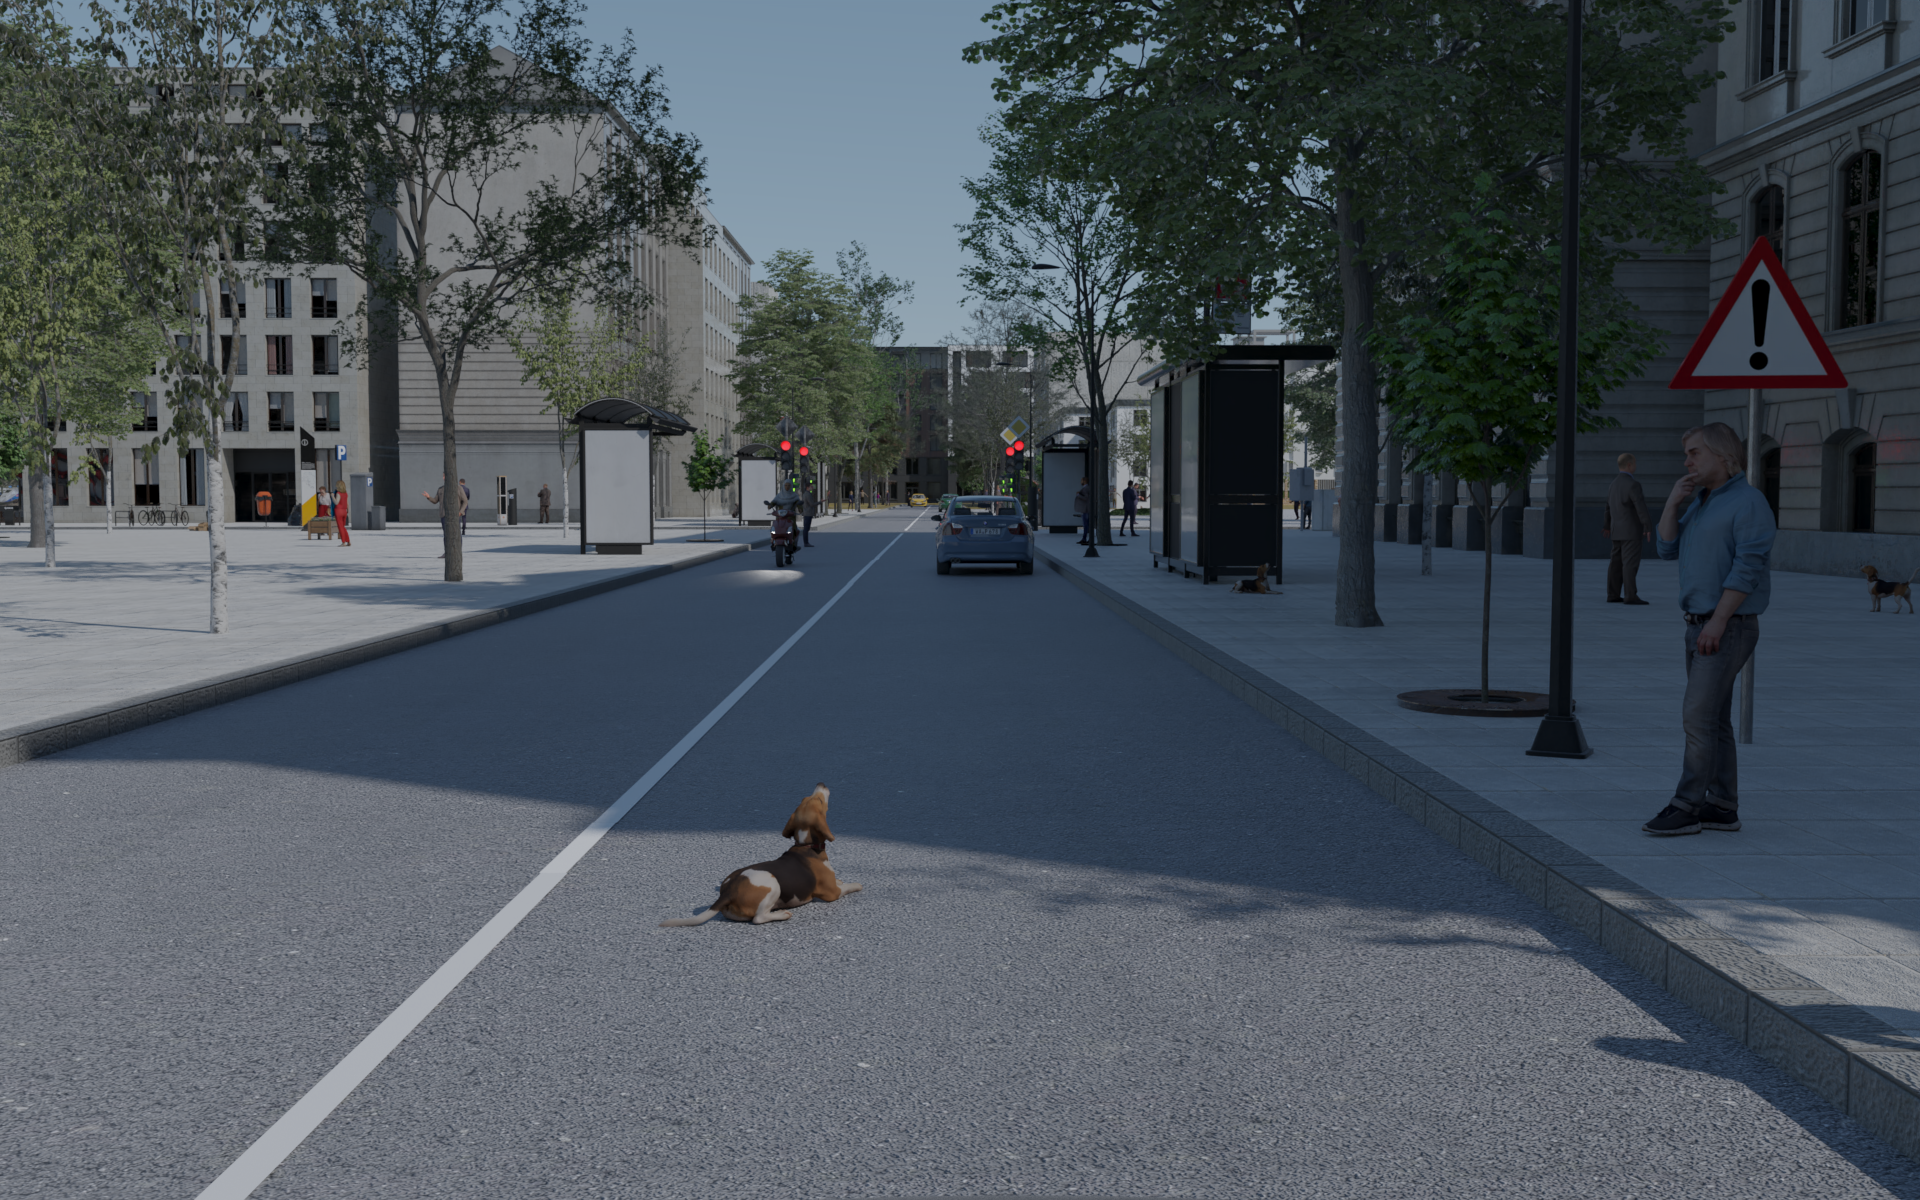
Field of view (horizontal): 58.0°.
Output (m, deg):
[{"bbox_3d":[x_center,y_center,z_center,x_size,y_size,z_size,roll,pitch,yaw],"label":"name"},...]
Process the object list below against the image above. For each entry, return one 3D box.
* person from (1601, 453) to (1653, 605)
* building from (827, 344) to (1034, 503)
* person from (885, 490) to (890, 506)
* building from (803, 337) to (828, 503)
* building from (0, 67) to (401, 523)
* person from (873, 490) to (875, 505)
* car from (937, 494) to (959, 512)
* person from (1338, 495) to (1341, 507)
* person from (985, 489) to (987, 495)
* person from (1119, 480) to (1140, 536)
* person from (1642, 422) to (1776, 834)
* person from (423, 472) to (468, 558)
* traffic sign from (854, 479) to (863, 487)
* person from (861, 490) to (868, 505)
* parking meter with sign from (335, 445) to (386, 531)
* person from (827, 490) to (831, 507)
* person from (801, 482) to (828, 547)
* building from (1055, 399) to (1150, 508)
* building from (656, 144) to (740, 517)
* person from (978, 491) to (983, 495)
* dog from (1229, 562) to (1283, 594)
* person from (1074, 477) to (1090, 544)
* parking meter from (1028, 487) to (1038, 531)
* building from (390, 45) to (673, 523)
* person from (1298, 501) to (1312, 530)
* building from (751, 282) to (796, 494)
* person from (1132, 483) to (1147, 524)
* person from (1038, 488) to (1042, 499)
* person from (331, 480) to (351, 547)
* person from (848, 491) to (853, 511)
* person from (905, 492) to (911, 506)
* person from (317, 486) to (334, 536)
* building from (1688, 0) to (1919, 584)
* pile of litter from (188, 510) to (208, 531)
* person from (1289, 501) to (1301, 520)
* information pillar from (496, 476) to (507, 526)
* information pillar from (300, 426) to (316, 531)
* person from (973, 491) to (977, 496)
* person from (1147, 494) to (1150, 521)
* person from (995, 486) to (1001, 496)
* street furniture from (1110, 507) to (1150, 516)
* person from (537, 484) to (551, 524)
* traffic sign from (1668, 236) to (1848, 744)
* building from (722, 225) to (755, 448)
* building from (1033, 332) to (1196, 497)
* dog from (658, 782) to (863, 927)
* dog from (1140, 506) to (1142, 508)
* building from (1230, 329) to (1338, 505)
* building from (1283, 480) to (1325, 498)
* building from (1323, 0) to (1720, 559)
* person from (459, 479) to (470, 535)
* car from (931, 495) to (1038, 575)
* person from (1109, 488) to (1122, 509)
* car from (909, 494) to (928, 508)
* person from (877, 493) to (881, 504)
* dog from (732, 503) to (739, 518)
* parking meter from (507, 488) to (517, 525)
[{"bbox_3d":[7.828,-0.837,20.273,0.434,1.755,0.990,0,4,-7],"label":"person"},{"bbox_3d":[-3.955,-24.855,250.358,32.646,21.610,27.936,0,4,-1],"label":"building"},{"bbox_3d":[-7.883,-11.123,188.816,0.530,1.710,0.541,-1,4,-11],"label":"person"},{"bbox_3d":[-31.940,-20.633,203.812,31.486,18.905,16.747,0,4,-1],"label":"building"},{"bbox_3d":[-34.993,-13.846,81.135,16.860,20.320,10.420,0,4,-1],"label":"building"},{"bbox_3d":[-10.259,-12.277,206.859,0.705,1.814,1.350,1,4,10],"label":"person"},{"bbox_3d":[-0.781,-7.674,137.269,2.131,1.459,4.920,0,4,-2],"label":"car"},{"bbox_3d":[9.567,-2.163,42.339,0.756,1.711,0.436,0,4,-2],"label":"person"},{"bbox_3d":[2.140,-7.920,136.461,0.541,1.710,0.530,-1,4,-22],"label":"person"},{"bbox_3d":[5.123,-2.775,52.336,0.530,1.710,0.541,-1,4,-23],"label":"person"},{"bbox_3d":[2.846,0.104,6.553,0.429,1.552,0.499,2,4,27],"label":"person"},{"bbox_3d":[-10.194,-1.695,34.288,0.617,1.759,0.750,1,4,22],"label":"person"},{"bbox_3d":[-8.233,-8.588,140.512,0.768,2.556,0.104,0,4,7],"label":"traffic sign"},{"bbox_3d":[-11.900,-12.545,211.167,1.348,1.823,0.705,-1,4,-8],"label":"person"},{"bbox_3d":[-21.150,-3.972,61.208,1.738,3.016,0.543,1,4,16],"label":"parking meter with sign"},{"bbox_3d":[-12.620,-9.758,167.055,0.415,1.643,0.593,-1,4,-21],"label":"person"},{"bbox_3d":[-3.951,-2.322,46.993,0.750,1.759,0.617,0,4,-1],"label":"person"},{"bbox_3d":[14.428,-13.772,167.324,9.099,9.664,28.070,0,4,-1],"label":"building"},{"bbox_3d":[-19.332,-15.200,103.276,10.420,20.320,16.860,0,4,-1],"label":"building"},{"bbox_3d":[2.549,-12.885,217.517,0.445,1.727,0.742,2,4,30],"label":"person"},{"bbox_3d":[3.819,-0.286,22.417,0.550,0.427,0.748,-1,4,-11],"label":"dog"},{"bbox_3d":[3.179,-2.305,44.557,0.431,1.722,0.655,2,4,26],"label":"person"},{"bbox_3d":[2.529,-3.163,60.120,0.372,1.533,0.369,0,3,0],"label":"parking meter"},{"bbox_3d":[-20.329,-14.444,85.311,9.793,20.994,18.267,0,4,-1],"label":"building"},{"bbox_3d":[12.509,-3.313,62.428,0.499,1.552,0.429,-1,4,-20],"label":"person"},{"bbox_3d":[-24.424,-17.960,160.109,16.747,18.905,31.486,0,4,-1],"label":"building"},{"bbox_3d":[7.488,-4.085,73.276,0.568,1.767,0.683,0,4,2],"label":"person"},{"bbox_3d":[6.658,-8.632,147.196,0.705,1.821,1.348,-3,4,-36],"label":"person"},{"bbox_3d":[-15.065,-2.102,42.120,0.444,1.614,0.593,3,4,38],"label":"person"},{"bbox_3d":[-8.235,-7.437,130.178,0.613,1.512,0.480,2,4,33],"label":"person"},{"bbox_3d":[-6.184,-11.951,204.693,0.742,1.727,0.445,1,4,8],"label":"person"},{"bbox_3d":[-19.563,-2.744,53.381,0.523,1.526,0.387,-3,5,-43],"label":"person"},{"bbox_3d":[18.923,-11.944,14.361,14.460,24.649,34.723,0,4,-1],"label":"building"},{"bbox_3d":[-26.308,-2.838,60.367,1.176,0.858,1.719,-1,4,-14],"label":"pile of litter"},{"bbox_3d":[16.810,-4.778,86.865,0.600,1.496,0.574,0,4,-1],"label":"person"},{"bbox_3d":[-18.644,-4.035,70.471,0.304,2.012,0.304,-3,5,-39],"label":"information pillar"},{"bbox_3d":[-22.526,-4.188,59.821,0.504,3.616,0.183,-2,4,-32],"label":"information pillar"},{"bbox_3d":[1.913,-12.995,219.040,0.750,1.759,0.617,1,4,14],"label":"person"},{"bbox_3d":[9.240,-4.699,83.315,0.568,1.767,0.683,1,4,17],"label":"person"},{"bbox_3d":[2.198,-5.508,96.659,0.434,1.755,0.990,1,4,16],"label":"person"},{"bbox_3d":[13.776,-5.347,103.049,10.072,0.657,5.734,0,4,1],"label":"street furniture"},{"bbox_3d":[-18.194,-4.216,75.666,0.600,1.739,0.565,1,4,13],"label":"person"},{"bbox_3d":[4.043,-0.540,8.836,0.884,2.594,0.081,0,4,3],"label":"traffic sign"},{"bbox_3d":[-20.108,-16.615,120.810,9.793,20.994,18.267,0,4,-1],"label":"building"},{"bbox_3d":[17.562,-20.233,197.272,16.747,18.905,31.486,0,4,-1],"label":"building"},{"bbox_3d":[-0.685,0.867,6.013,0.748,0.427,0.550,-1,4,-11],"label":"dog"},{"bbox_3d":[13.807,-7.024,132.584,0.550,0.427,0.748,3,5,40],"label":"dog"},{"bbox_3d":[38.705,-21.329,205.152,11.380,20.091,16.016,0,4,-1],"label":"building"},{"bbox_3d":[52.454,-23.136,244.723,31.486,18.905,16.747,0,4,-1],"label":"building"},{"bbox_3d":[16.166,-13.072,42.611,11.050,23.489,19.941,0,4,-1],"label":"building"},{"bbox_3d":[-15.705,-2.918,54.194,0.683,1.767,0.568,-3,5,-40],"label":"person"},{"bbox_3d":[0.453,-1.230,32.109,2.014,1.417,4.499,0,4,0],"label":"car"},{"bbox_3d":[13.592,-8.944,152.271,1.348,1.824,0.705,1,4,22],"label":"person"},{"bbox_3d":[-4.392,-10.595,183.445,2.015,1.641,3.980,0,4,-3],"label":"car"},{"bbox_3d":[-10.282,-12.695,216.836,0.991,1.433,0.599,3,4,36],"label":"person"},{"bbox_3d":[-11.941,-4.780,92.540,0.513,0.831,0.800,0,4,3],"label":"dog"},{"bbox_3d":[-18.428,-3.846,71.285,0.372,1.533,0.369,0,3,0],"label":"parking meter"}]
